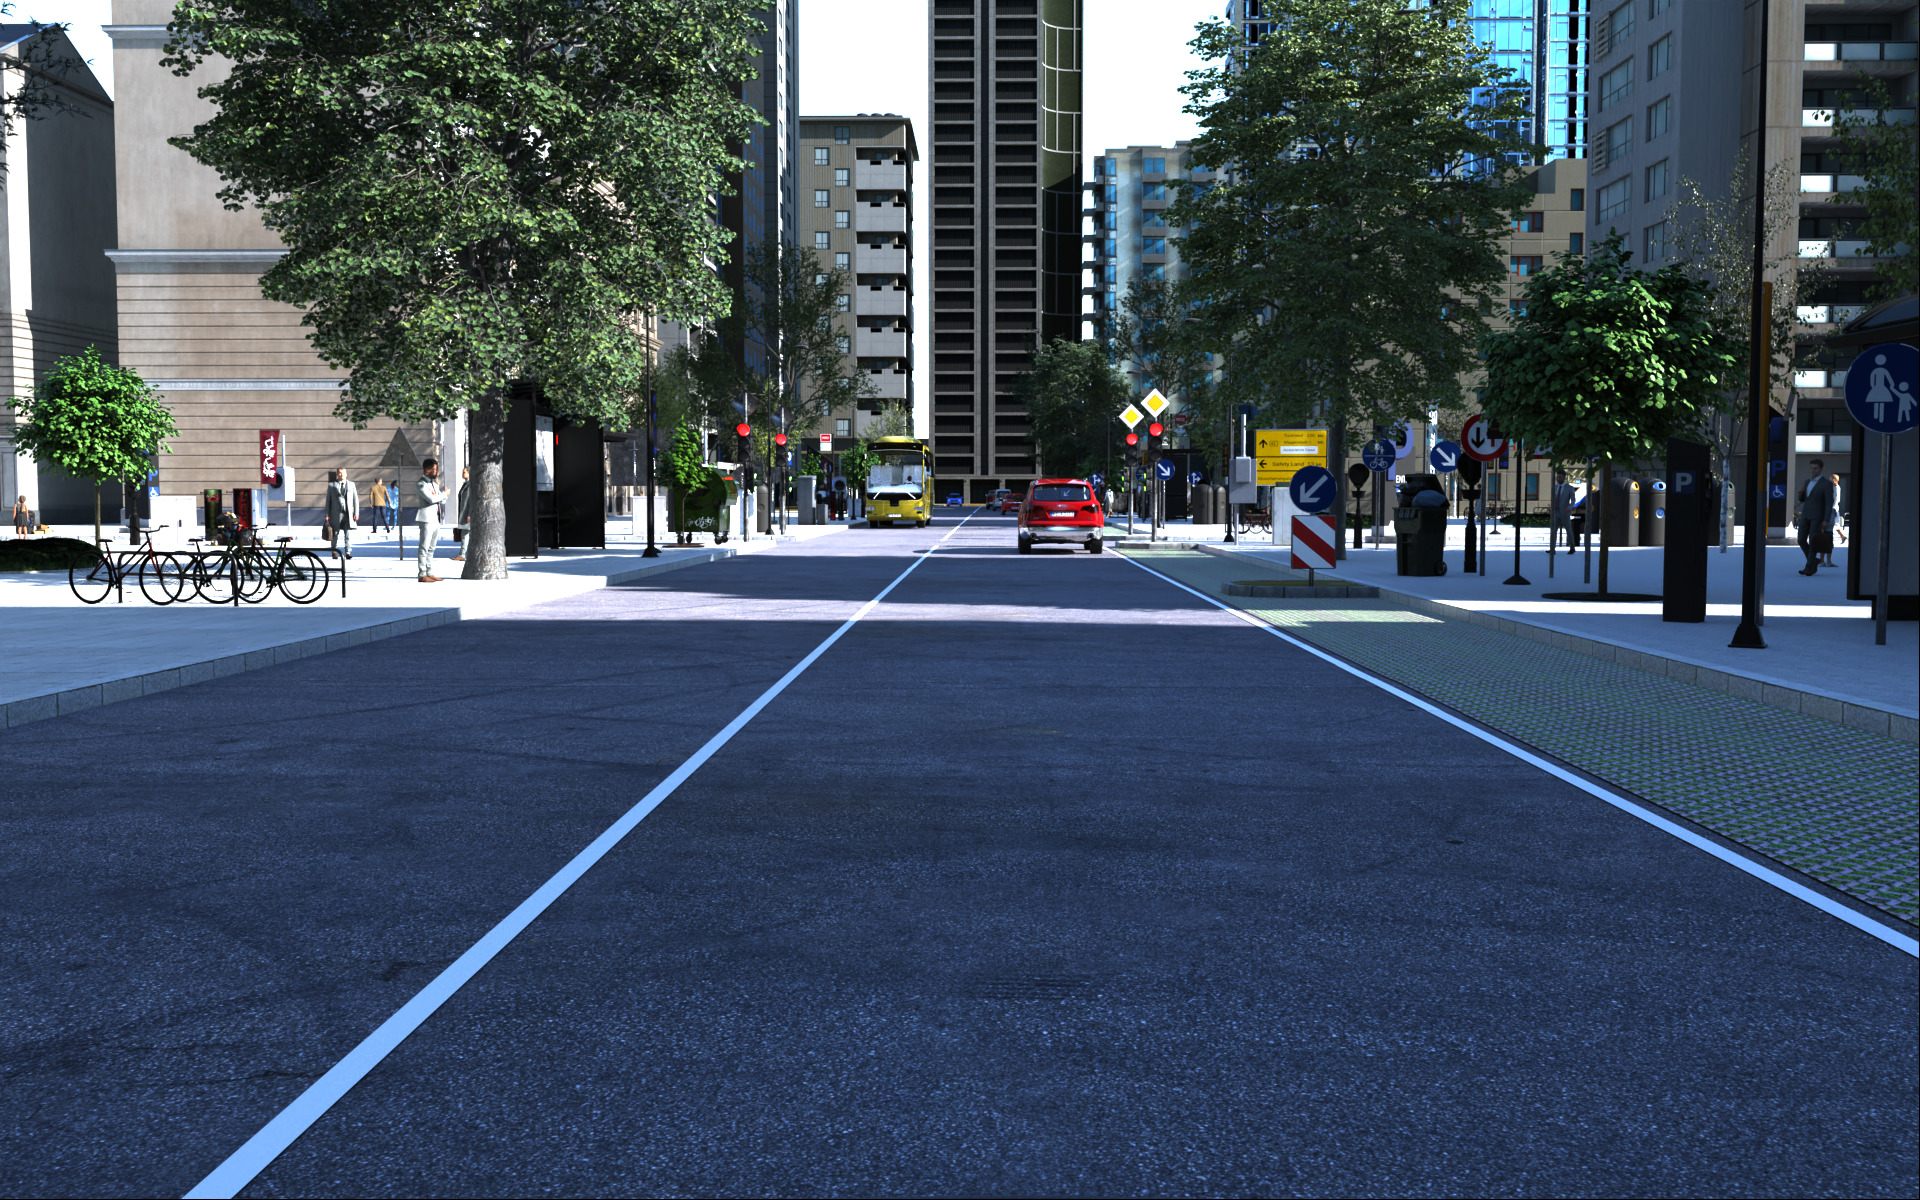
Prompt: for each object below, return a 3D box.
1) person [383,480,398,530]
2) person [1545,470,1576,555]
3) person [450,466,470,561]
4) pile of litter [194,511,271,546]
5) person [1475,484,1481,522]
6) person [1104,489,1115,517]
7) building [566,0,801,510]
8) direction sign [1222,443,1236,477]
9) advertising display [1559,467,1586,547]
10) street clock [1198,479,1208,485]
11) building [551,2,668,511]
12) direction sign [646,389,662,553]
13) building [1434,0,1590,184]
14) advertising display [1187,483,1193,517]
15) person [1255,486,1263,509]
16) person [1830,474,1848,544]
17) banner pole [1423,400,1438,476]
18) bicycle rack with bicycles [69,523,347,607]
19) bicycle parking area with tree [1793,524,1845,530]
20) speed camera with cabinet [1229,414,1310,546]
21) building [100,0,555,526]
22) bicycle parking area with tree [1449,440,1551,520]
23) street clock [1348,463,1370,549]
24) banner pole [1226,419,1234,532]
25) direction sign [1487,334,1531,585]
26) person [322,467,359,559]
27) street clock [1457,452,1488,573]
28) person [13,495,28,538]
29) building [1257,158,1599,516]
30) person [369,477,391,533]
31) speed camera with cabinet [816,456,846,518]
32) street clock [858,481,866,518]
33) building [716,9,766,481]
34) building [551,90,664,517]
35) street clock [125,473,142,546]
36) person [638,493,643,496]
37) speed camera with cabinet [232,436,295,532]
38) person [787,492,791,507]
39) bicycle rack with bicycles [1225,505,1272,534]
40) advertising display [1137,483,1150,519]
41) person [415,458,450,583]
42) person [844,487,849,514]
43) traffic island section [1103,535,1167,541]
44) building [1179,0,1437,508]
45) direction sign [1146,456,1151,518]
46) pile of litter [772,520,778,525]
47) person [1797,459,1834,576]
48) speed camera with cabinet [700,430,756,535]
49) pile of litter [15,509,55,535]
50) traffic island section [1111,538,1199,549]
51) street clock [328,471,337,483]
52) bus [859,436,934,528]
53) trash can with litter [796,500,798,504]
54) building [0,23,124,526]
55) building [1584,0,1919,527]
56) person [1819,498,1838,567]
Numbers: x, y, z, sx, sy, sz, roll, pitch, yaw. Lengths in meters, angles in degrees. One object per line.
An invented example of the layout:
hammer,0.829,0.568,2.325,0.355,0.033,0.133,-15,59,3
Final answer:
person,-20.274,-3.391,61.755,0.793,1.790,0.793,2,4,31
person,12.769,-1.858,36.701,0.850,1.792,0.678,-3,4,-38
person,-9.433,-1.648,33.089,0.767,1.812,0.694,-3,4,-36
pile of litter,-18.106,-1.782,43.095,1.719,0.858,1.176,1,4,10
person,23.653,-4.434,79.114,0.480,1.755,0.524,-3,4,-38
person,8.297,-5.484,95.927,0.641,1.798,0.478,-1,4,-20
building,-27.898,-45.407,180.662,20.611,71.187,20.563,0,4,1
direction sign,12.093,-5.253,77.890,0.379,3.537,0.876,-2,4,-32
advertising display,14.943,-2.260,42.157,0.974,1.923,0.123,-2,4,-29
street clock,11.712,-4.830,83.548,0.471,2.002,0.358,1,4,14
building,-28.334,-42.902,139.697,20.563,71.187,20.611,0,4,1
direction sign,-6.685,-2.789,37.604,0.379,3.537,0.876,0,4,2
building,67.414,-52.878,177.230,31.000,86.520,22.319,0,4,1
advertising display,12.804,-5.624,97.164,0.123,1.923,0.974,-1,4,-16
person,20.187,-6.821,117.370,0.655,1.846,0.447,0,4,-4
person,22.306,-2.308,44.138,0.624,1.780,0.694,2,4,32
banner pole,11.521,-3.211,42.522,0.401,3.779,0.863,3,5,43
bicycle rack with bicycles,-8.655,-0.448,20.700,2.925,0.926,2.852,1,4,23
bicycle parking area with tree,34.763,-4.567,61.677,9.016,4.147,8.231,-1,4,-20
speed camera with cabinet,7.735,-2.981,43.072,2.038,3.252,0.660,1,4,9
building,-26.974,-17.874,78.143,13.634,28.700,20.117,0,4,1
bicycle parking area with tree,27.466,-6.238,88.994,9.016,4.147,8.231,-1,4,-9
street clock,9.373,-2.213,40.752,0.471,2.002,0.358,0,4,5
banner pole,9.160,-4.181,58.371,0.401,3.779,0.863,0,4,8
direction sign,7.914,-1.989,24.511,0.876,3.537,0.379,1,4,18
person,-12.181,-1.708,34.068,0.694,1.812,0.767,-2,4,-26
street clock,8.343,-1.449,28.260,0.471,2.002,0.358,1,4,11
person,-25.327,-2.201,46.706,0.362,1.253,0.373,-2,4,-34
building,35.744,-16.470,114.329,27.650,21.520,28.899,0,4,1
person,-19.016,-3.113,56.850,0.836,1.842,0.656,2,4,32
speed camera with cabinet,-6.953,-5.870,90.316,2.038,3.252,0.660,0,4,-2
street clock,-5.228,-5.434,93.411,0.471,2.002,0.358,1,4,18
building,-25.726,-31.119,158.914,14.600,45.320,14.200,0,4,1
building,-25.587,-18.563,100.766,12.463,27.353,25.104,0,4,1
street clock,-20.566,-2.358,43.127,0.358,2.002,0.471,0,4,2
person,-10.220,-2.759,55.427,0.640,1.303,0.475,2,4,27
speed camera with cabinet,-23.594,-3.931,58.610,2.038,3.252,0.660,1,4,12
person,-17.358,-10.411,175.897,0.705,1.869,1.348,0,4,0
bicycle rack with bicycles,10.003,-2.643,56.603,2.925,0.926,2.852,-1,4,-9
advertising display,9.646,-5.252,91.081,0.123,1.923,0.974,-2,4,-28
person,-7.663,-1.161,25.200,0.466,1.800,0.511,0,4,-7
person,-7.454,-6.502,112.530,0.661,1.801,0.590,2,4,32
traffic island section,5.356,-1.949,54.146,2.009,0.180,2.903,0,4,1
building,35.060,-52.650,173.506,22.319,86.520,31.000,0,4,1
direction sign,10.352,-6.283,94.730,0.379,3.537,0.876,-2,4,-33
pile of litter,-8.294,-3.629,73.295,1.176,0.858,1.719,0,4,-1
person,13.442,-1.298,27.225,0.822,1.834,0.622,-2,4,-35
speed camera with cabinet,-7.447,-3.679,54.485,2.038,3.252,0.660,-2,4,-33
pile of litter,-29.607,-2.541,55.511,1.176,0.858,1.719,0,4,1
traffic island section,5.196,-1.461,46.162,2.009,0.180,2.903,0,4,1
street clock,-20.121,-3.120,55.579,0.358,2.002,0.471,-2,4,-23
bus,-2.600,-5.214,76.796,2.896,3.916,12.252,0,4,1
trash can with litter,-7.659,-4.509,85.110,0.624,1.170,1.055,0,4,5
building,-46.354,-13.712,73.341,18.267,20.994,9.793,0,4,1
building,35.782,-23.820,73.059,14.086,41.232,14.154,0,4,1
person,15.311,-1.211,30.530,0.332,1.250,0.352,1,4,18
